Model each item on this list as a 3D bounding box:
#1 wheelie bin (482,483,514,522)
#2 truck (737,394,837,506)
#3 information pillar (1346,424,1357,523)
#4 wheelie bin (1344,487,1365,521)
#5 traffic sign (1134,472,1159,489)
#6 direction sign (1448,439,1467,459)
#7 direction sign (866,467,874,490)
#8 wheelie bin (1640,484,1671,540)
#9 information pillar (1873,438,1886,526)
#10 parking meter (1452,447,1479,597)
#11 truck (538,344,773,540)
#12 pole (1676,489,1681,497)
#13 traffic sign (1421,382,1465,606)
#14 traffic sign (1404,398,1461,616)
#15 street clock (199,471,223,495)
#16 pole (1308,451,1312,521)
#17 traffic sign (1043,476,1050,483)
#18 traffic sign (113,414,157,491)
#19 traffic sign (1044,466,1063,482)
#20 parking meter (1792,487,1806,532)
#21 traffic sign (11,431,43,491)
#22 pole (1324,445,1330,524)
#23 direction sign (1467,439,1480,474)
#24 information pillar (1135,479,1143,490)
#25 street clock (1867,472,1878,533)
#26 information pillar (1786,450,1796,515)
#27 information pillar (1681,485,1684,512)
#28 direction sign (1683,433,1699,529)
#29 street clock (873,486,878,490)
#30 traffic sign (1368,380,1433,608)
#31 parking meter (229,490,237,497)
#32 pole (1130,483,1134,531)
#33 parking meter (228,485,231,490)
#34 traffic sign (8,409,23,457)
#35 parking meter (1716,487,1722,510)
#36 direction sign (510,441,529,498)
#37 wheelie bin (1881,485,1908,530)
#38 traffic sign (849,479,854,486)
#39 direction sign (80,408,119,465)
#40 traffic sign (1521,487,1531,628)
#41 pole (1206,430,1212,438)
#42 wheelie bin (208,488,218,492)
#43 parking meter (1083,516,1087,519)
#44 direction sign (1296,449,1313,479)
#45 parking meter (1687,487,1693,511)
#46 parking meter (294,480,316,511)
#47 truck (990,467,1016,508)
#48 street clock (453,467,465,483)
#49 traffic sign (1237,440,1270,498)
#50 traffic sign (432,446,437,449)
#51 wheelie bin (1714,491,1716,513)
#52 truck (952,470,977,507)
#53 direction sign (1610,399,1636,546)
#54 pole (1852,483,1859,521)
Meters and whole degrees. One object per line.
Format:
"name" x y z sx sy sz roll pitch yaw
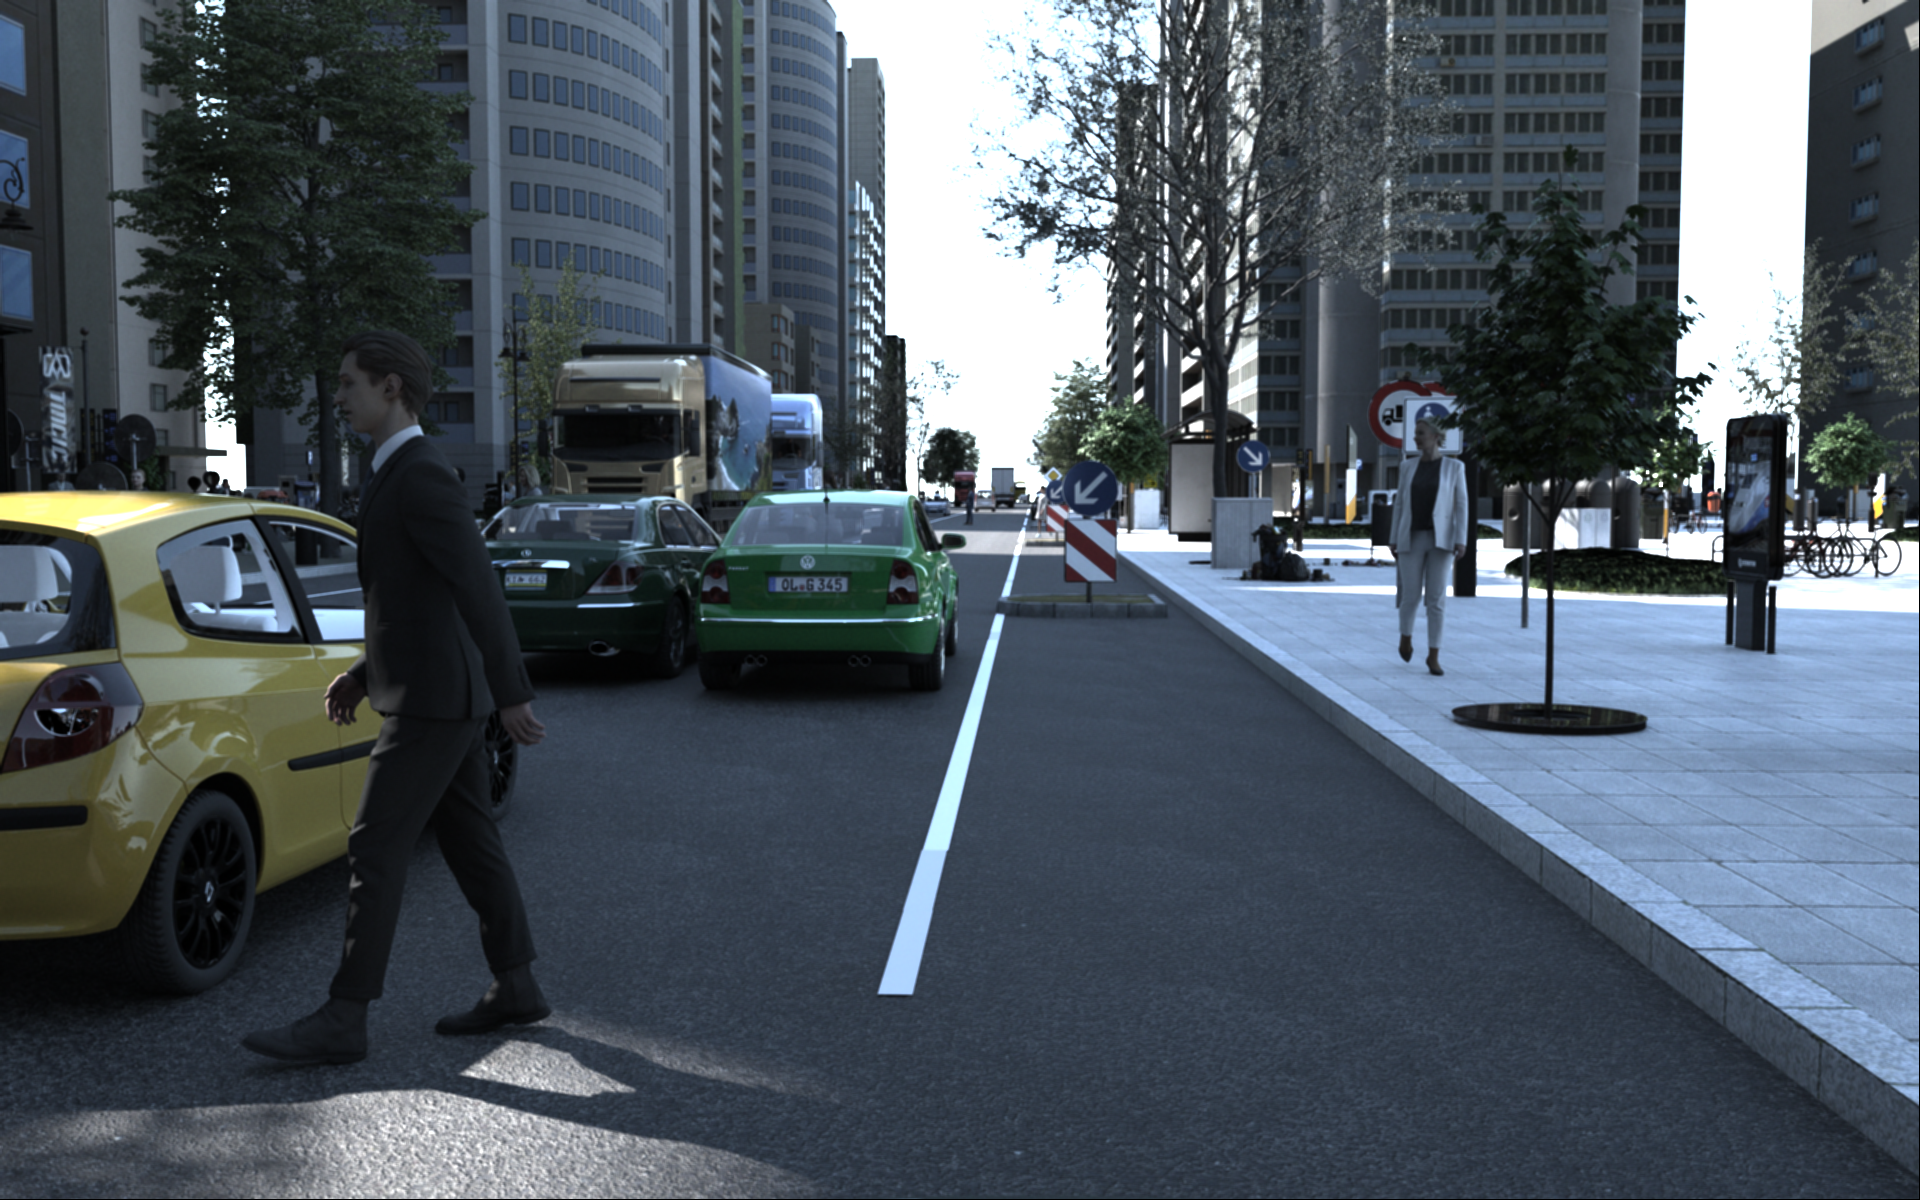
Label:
"wheelie bin" -13.367 -2.579 50.070 0.980 1.594 0.693 0 4 4
"truck" -4.822 -3.847 52.653 2.967 4.110 18.799 0 4 1
"information pillar" 13.177 -4.097 58.334 0.504 3.616 0.183 -3 5 -44
"wheelie bin" 18.636 -4.533 82.030 0.980 1.594 0.693 -1 4 -10
"traffic sign" 8.325 -5.427 82.598 2.265 3.308 0.079 0 4 3
"direction sign" 20.674 -4.894 72.009 0.379 3.537 0.876 -3 5 -44
"direction sign" -7.605 -9.458 146.636 0.379 3.537 0.876 3 5 40
"wheelie bin" 19.521 -2.500 48.790 0.980 1.594 0.693 0 4 7
"information pillar" 37.281 -4.825 70.248 0.183 3.616 0.504 -1 4 -18
"parking meter" 6.349 -0.981 21.753 0.255 1.863 0.399 1 4 10
"truck" -5.759 -2.796 34.629 2.839 4.237 11.283 0 4 2
"pole" 35.298 -5.579 85.061 0.158 3.312 0.155 0 3 0
"traffic sign" 5.349 -1.201 19.737 0.768 2.556 0.104 1 4 12
"traffic sign" 4.946 -0.982 18.191 0.606 2.300 0.079 1 4 11
"street clock" -23.112 -2.995 53.544 0.358 2.002 0.471 2 4 31
"pole" 16.520 -5.376 81.748 0.158 3.312 0.155 0 3 0
"traffic sign" 4.267 -4.791 80.522 0.795 2.593 0.064 0 4 2
"traffic sign" -13.169 -1.685 27.649 0.768 2.556 0.104 1 4 10
"traffic sign" 3.930 -4.303 72.544 0.795 2.593 0.064 0 4 2
"parking meter" 28.556 -3.090 58.936 0.372 1.533 0.369 0 3 0
"traffic sign" -15.017 -1.579 27.940 0.606 2.300 0.079 0 4 8
"pole" 15.210 -4.769 71.821 0.158 3.312 0.155 0 3 0
"direction sign" 20.240 -4.639 67.849 0.379 3.537 0.876 0 4 2
"information pillar" 8.396 -4.696 81.275 0.304 2.012 0.304 -3 5 -43
"street clock" 30.166 -3.224 57.278 0.358 2.002 0.471 1 4 18
"information pillar" 44.283 -6.174 92.302 0.504 3.616 0.183 0 4 4
"information pillar" 48.718 -7.671 116.783 0.183 3.616 0.504 0 4 5
"direction sign" 27.171 -4.436 64.519 0.379 3.537 0.876 -1 4 -14
"street clock" -7.506 -9.219 155.299 0.471 2.002 0.358 3 4 36
"traffic sign" 4.953 -1.182 19.427 0.768 2.556 0.104 1 4 10
"parking meter" -40.886 -5.445 97.434 0.372 1.533 0.369 0 3 0
"pole" 5.987 -4.074 60.449 0.158 3.312 0.155 0 3 0
"parking meter" -45.506 -6.236 107.661 0.255 1.863 0.399 0 4 2
"traffic sign" -14.052 -1.543 25.326 0.768 2.556 0.104 0 4 7
"parking meter" 62.459 -8.367 142.505 0.255 1.863 0.399 -2 4 -34
"direction sign" -18.773 -5.007 73.862 0.876 3.537 0.379 -3 5 -44
"wheelie bin" 33.868 -3.353 62.724 0.980 1.594 0.693 -1 4 -20
"traffic sign" -8.918 -8.896 145.559 0.768 2.556 0.104 0 4 3
"direction sign" -22.822 -3.302 45.993 0.876 3.537 0.379 -2 4 -26
"traffic sign" 5.419 -1.012 16.547 0.884 2.594 0.081 0 4 5
"pole" 7.946 -3.764 55.388 0.158 3.312 0.155 0 3 0
"wheelie bin" -38.853 -5.037 90.261 0.693 1.594 0.980 1 4 16
"parking meter" 6.584 -5.000 90.165 0.372 1.533 0.369 0 3 0
"direction sign" 17.306 -5.817 87.107 0.876 3.537 0.379 -1 4 -14
"parking meter" 56.473 -7.850 134.065 0.399 1.863 0.255 0 4 6
"parking meter" -11.864 -1.406 31.404 0.372 1.533 0.369 0 3 0
"truck" 4.572 -11.928 183.934 2.839 4.237 11.283 0 4 2
"street clock" -14.814 -2.806 50.442 0.471 2.002 0.358 -3 5 -40
"traffic sign" 6.919 -2.498 40.955 0.768 2.556 0.104 0 4 4
"traffic sign" -13.642 -2.704 44.308 0.768 2.556 0.104 0 4 6
"wheelie bin" 47.973 -6.299 110.896 0.980 1.594 0.693 0 4 -3
"truck" 0.563 -12.895 199.754 2.839 4.237 11.283 0 4 1
"direction sign" 14.086 -2.772 37.312 0.876 3.537 0.379 3 5 40
"pole" 41.907 -5.330 80.993 0.158 3.312 0.155 0 3 0
